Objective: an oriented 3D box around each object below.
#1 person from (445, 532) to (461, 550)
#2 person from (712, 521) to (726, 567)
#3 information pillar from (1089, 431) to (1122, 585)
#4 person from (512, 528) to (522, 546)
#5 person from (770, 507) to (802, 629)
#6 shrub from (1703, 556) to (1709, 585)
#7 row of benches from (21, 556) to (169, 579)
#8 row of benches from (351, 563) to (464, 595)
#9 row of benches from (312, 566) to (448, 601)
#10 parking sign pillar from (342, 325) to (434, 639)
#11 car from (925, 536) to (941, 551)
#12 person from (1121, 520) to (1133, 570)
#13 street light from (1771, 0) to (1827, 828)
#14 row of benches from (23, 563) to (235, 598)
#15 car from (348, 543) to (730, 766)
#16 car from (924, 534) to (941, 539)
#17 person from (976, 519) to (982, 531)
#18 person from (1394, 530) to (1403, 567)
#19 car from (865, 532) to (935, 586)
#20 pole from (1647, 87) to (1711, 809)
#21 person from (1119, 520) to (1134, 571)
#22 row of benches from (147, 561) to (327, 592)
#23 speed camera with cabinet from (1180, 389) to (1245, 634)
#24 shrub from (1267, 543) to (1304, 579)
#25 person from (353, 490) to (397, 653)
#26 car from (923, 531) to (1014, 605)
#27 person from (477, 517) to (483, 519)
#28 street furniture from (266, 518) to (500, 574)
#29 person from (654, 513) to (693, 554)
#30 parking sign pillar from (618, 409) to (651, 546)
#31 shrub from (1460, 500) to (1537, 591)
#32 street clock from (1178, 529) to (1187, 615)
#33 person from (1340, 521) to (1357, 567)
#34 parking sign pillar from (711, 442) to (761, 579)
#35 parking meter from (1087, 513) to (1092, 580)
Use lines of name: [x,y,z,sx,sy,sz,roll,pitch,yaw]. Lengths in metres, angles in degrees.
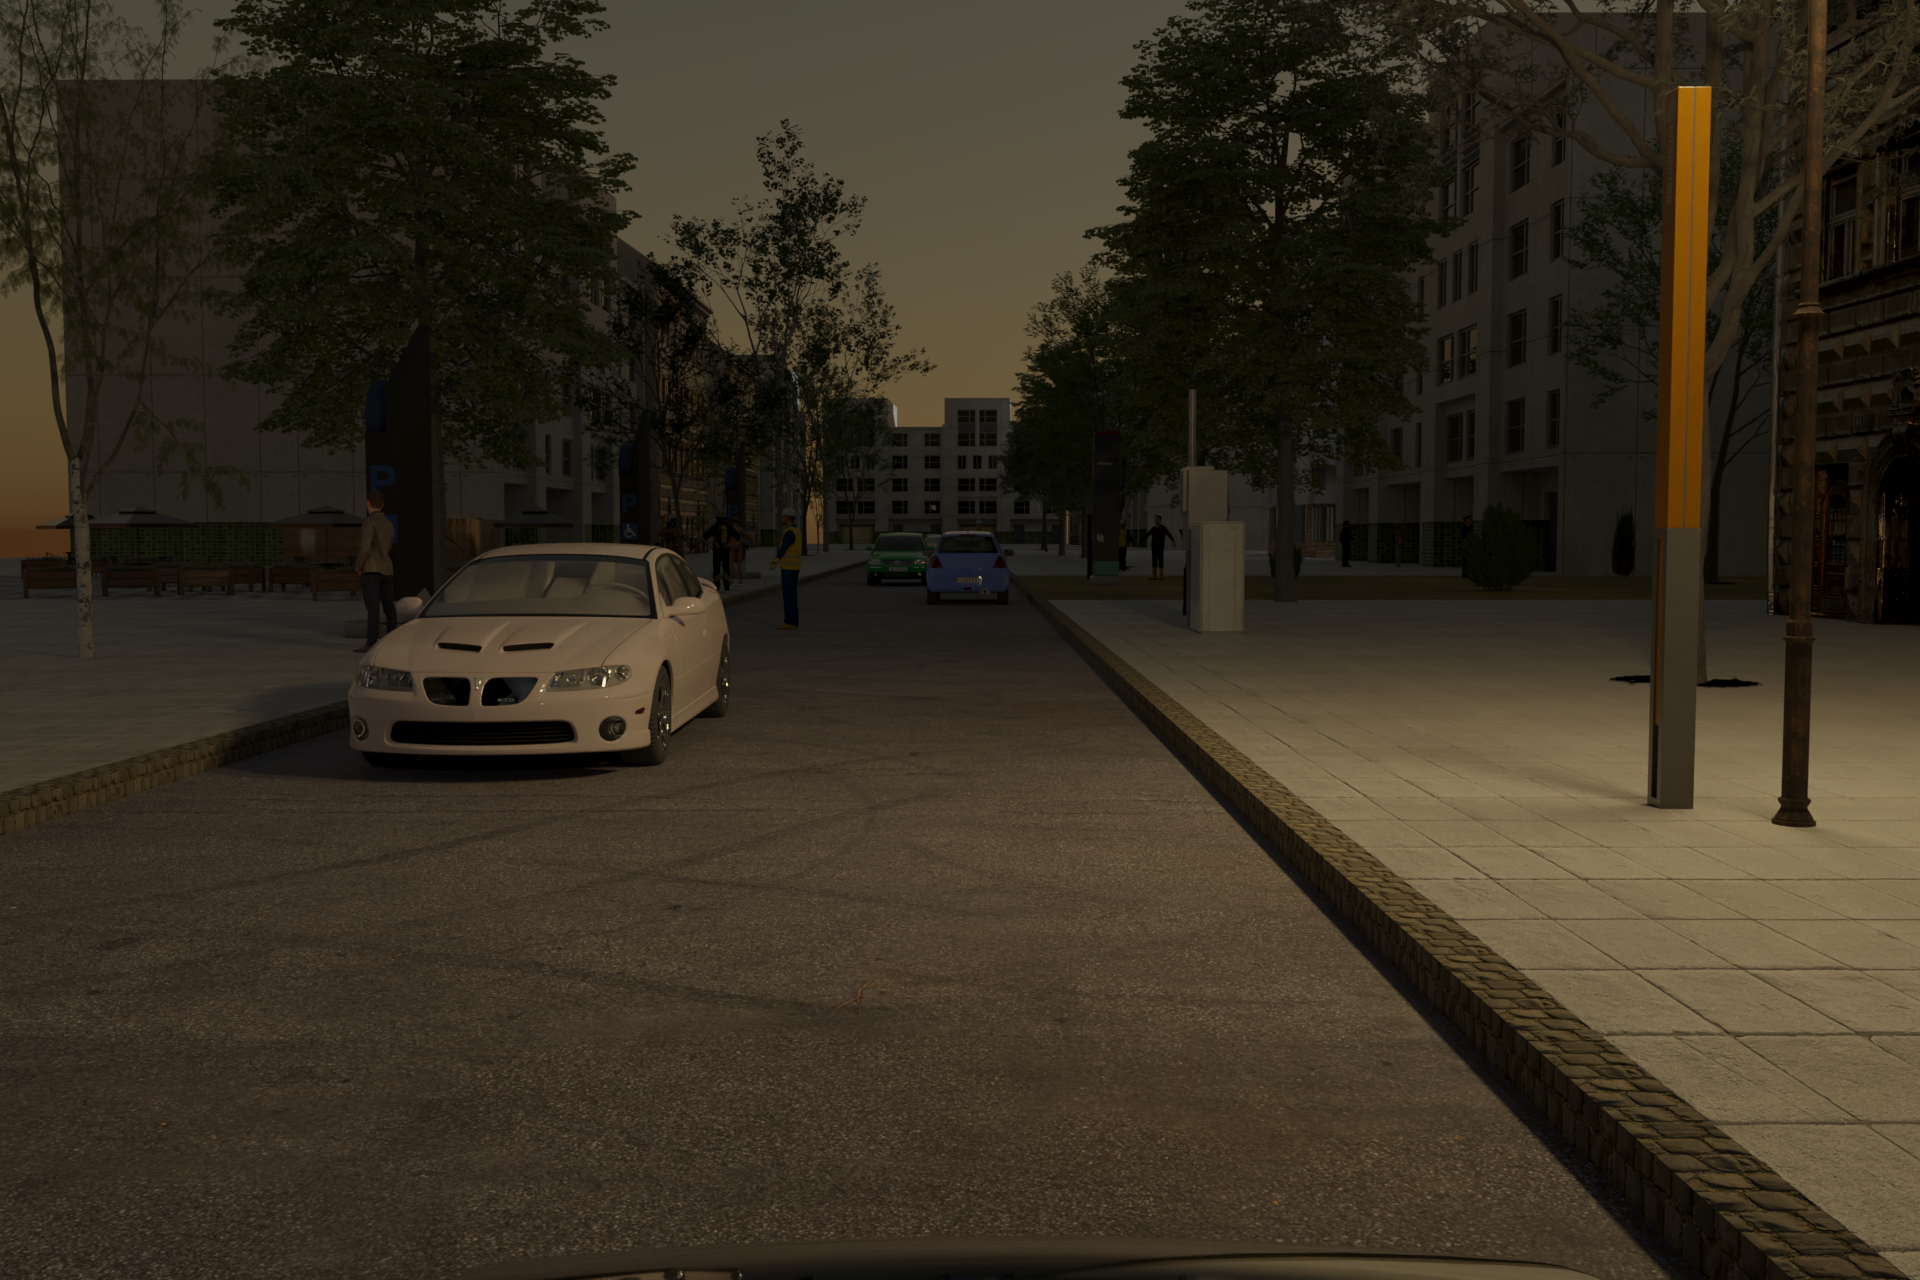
person: [-12.110,-2.058,39.794,0.704,1.843,1.345,3,5,43]
person: [-9.196,-3.761,67.624,1.347,1.817,0.704,3,5,44]
information pillar: [3.686,-3.326,43.762,0.750,3.857,0.750,0,4,-1]
person: [-14.921,-3.186,58.368,0.705,1.796,1.348,-1,4,-18]
person: [-2.603,-1.084,26.149,0.705,1.833,1.349,0,4,8]
shrub: [16.198,-1.683,38.633,1.383,1.207,1.383,0,3,0]
row of benches: [-24.564,-2.079,49.449,4.104,0.672,1.422,0,4,-2]
row of benches: [-10.987,-1.288,36.522,4.104,0.672,1.422,1,4,12]
row of benches: [-10.595,-1.146,34.192,4.104,0.672,1.422,-1,4,-20]
parking sign pillar: [-7.038,-2.036,21.758,1.447,3.967,1.447,0,4,0]
car: [-0.753,-3.655,72.128,2.083,1.381,4.827,0,4,-1]
person: [5.895,-3.429,62.287,0.704,1.802,1.346,-1,4,-16]
street light: [3.686,-2.122,7.478,0.468,5.910,1.993,0,3,0]
row of benches: [-17.165,-1.259,36.055,4.104,0.672,1.422,-2,4,-30]
car: [-2.754,0.008,12.229,2.083,1.381,4.827,0,3,0]
car: [-1.993,-7.240,130.370,2.014,1.417,4.499,0,3,0]
person: [0.547,-2.512,49.380,1.347,1.847,0.705,-1,4,-11]
person: [17.096,-3.579,67.779,0.599,1.433,0.991,1,4,9]
car: [-1.684,-2.482,49.384,1.959,1.807,4.718,0,4,1]
pole: [3.344,-0.869,8.055,0.158,3.312,0.155,0,3,0]
person: [5.516,-3.256,59.694,1.216,1.772,0.721,-2,4,-32]
row of benches: [-16.257,-1.424,38.739,4.104,0.672,1.422,0,4,7]
speed camera with cabinet: [3.365,-1.759,23.090,0.660,3.252,2.038,0,4,0]
shrub: [8.758,-2.167,46.555,1.383,1.207,1.383,0,3,0]
person: [-6.489,-0.756,18.940,0.750,1.759,0.617,2,4,33]
car: [0.176,-1.638,36.372,1.945,1.707,3.694,0,4,1]
person: [-15.351,-3.019,55.487,0.705,1.813,1.348,-1,4,-16]
street furniture: [-15.628,-2.622,49.728,11.010,1.723,9.812,0,4,1]
person: [-7.951,-2.576,47.885,0.705,1.858,1.354,3,5,40]
parking sign pillar: [-6.918,-2.961,36.891,1.447,3.967,1.447,0,4,0]
shrub: [12.120,-2.140,39.027,1.661,2.075,1.752,0,3,0]
street clock: [3.622,-1.391,27.318,0.358,2.002,0.471,0,4,1]
person: [15.053,-3.745,67.424,0.705,1.806,1.347,-1,4,-13]
parking sign pillar: [-6.483,-3.769,50.101,1.447,3.967,1.447,0,4,0]
parking meter: [3.768,-2.620,48.543,0.399,1.863,0.255,0,4,0]
